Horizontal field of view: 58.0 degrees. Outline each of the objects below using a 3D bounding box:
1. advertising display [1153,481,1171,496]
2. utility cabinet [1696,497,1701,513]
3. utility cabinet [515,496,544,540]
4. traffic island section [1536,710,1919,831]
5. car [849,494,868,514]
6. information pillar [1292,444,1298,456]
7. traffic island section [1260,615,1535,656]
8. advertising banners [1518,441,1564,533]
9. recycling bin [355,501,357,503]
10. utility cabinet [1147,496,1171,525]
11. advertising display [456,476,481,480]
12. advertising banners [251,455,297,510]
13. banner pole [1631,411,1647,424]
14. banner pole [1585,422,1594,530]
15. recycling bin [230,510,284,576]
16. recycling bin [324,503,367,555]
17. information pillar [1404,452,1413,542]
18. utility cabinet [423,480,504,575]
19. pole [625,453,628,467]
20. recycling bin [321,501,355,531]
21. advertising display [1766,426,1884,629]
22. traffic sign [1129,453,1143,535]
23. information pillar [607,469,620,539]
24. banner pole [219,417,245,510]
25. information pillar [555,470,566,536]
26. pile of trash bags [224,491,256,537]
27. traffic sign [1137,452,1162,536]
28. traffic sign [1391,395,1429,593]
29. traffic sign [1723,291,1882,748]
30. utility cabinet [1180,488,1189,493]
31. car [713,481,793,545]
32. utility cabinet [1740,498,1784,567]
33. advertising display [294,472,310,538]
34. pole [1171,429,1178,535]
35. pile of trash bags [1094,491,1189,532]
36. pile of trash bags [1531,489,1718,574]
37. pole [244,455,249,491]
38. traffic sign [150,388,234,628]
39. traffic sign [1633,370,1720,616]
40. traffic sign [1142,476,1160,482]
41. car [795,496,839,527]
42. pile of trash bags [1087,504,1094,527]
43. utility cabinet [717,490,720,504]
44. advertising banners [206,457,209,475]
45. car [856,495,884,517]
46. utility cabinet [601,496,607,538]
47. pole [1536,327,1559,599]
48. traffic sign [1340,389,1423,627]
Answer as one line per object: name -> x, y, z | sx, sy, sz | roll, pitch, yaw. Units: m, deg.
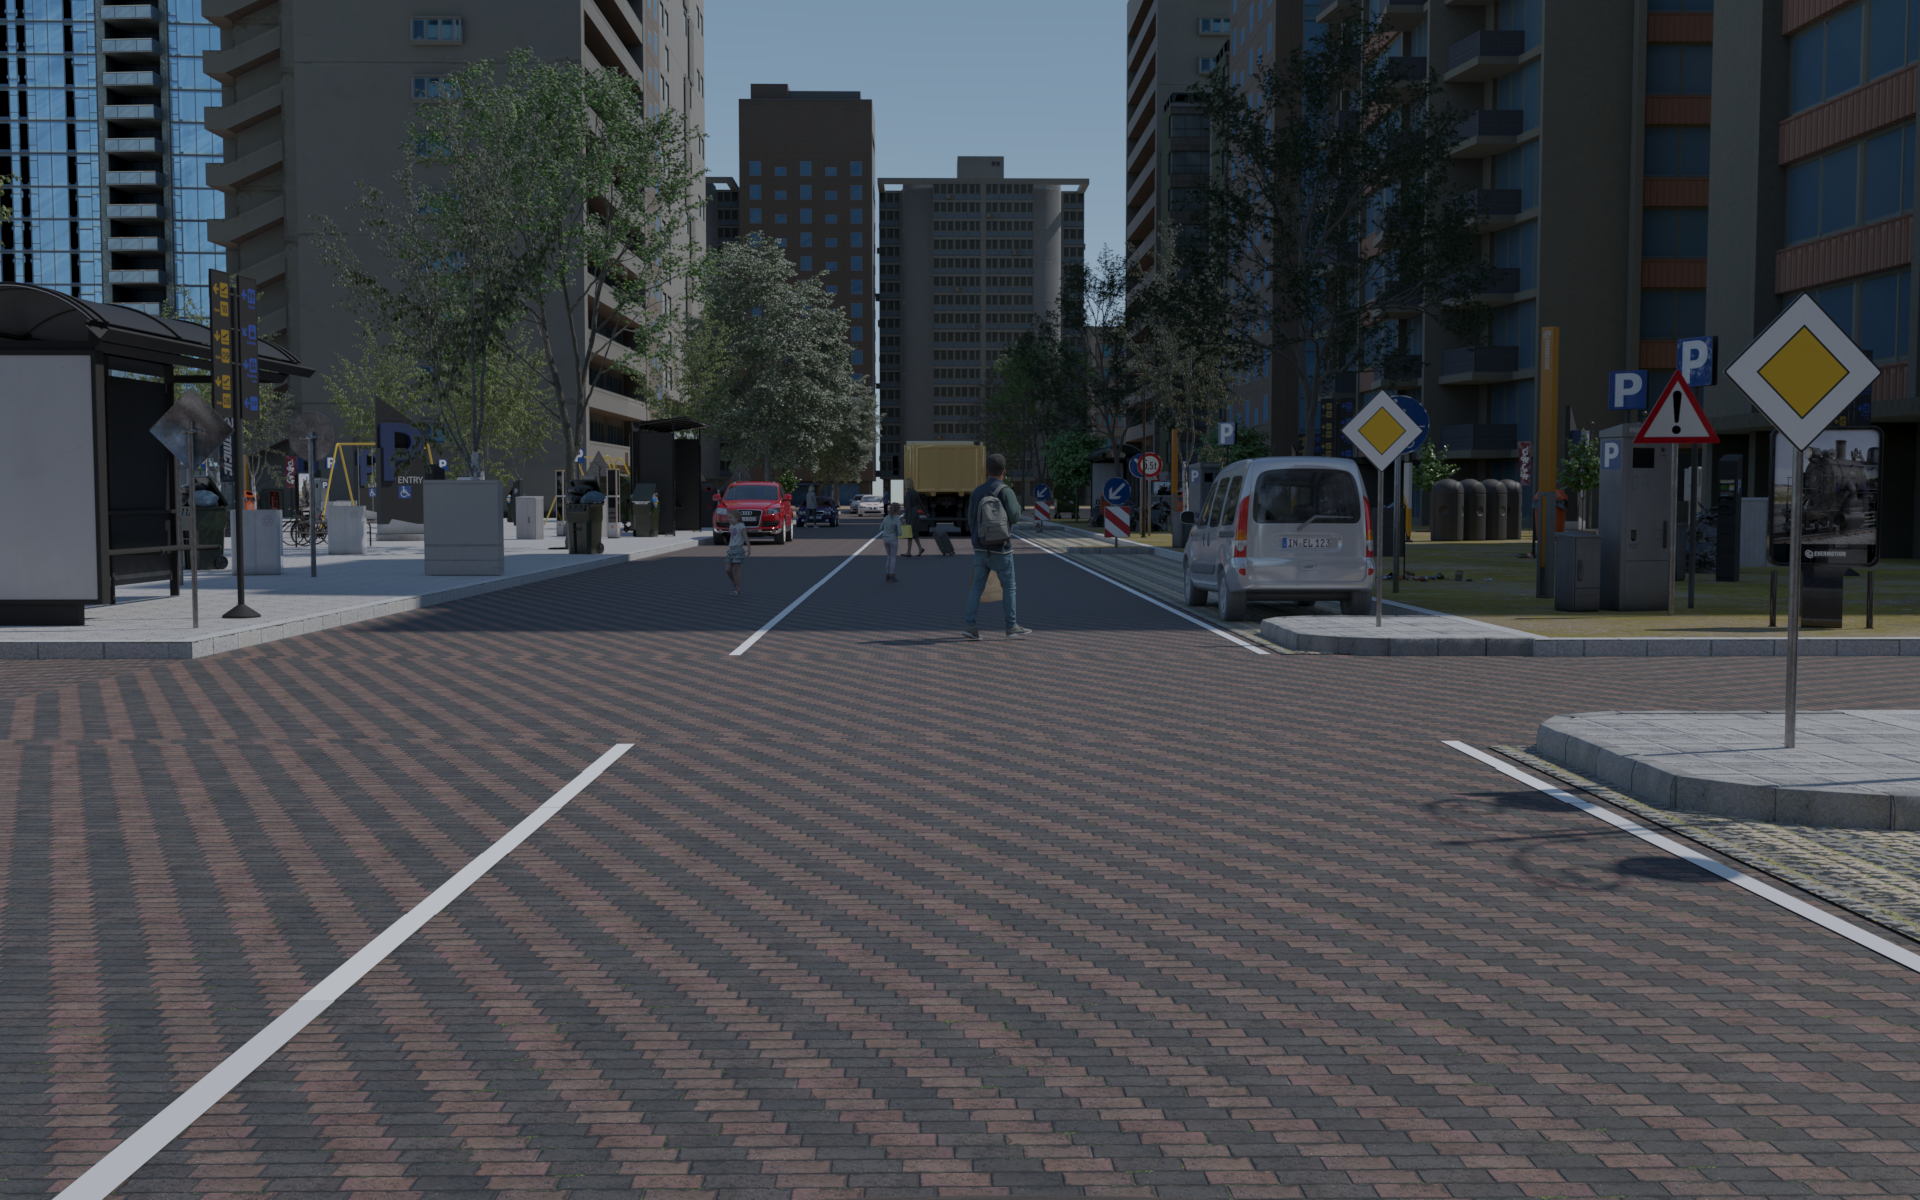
advertising display -> 9.924, -4.876, 84.935 | 0.974, 1.923, 0.123 | 2, 4, 31
utility cabinet -> 22.399, -2.526, 52.466 | 0.306, 1.237, 1.020 | 2, 4, 24
utility cabinet -> -12.195, -2.318, 49.061 | 1.020, 1.237, 0.306 | 3, 5, 44
traffic island section -> 4.215, 0.826, 8.769 | 2.009, 0.180, 2.903 | 0, 4, -1
car -> -6.947, -6.909, 124.970 | 2.014, 1.417, 4.499 | 0, 4, 1
information pillar -> 15.683, -5.501, 81.292 | 0.183, 3.616, 0.504 | -1, 4, -14
traffic island section -> 4.066, 0.338, 16.753 | 2.009, 0.180, 2.903 | 0, 4, -1
advertising banners -> 18.965, -3.671, 56.211 | 0.090, 3.025, 2.074 | -3, 4, -38
recycling bin -> -23.625, -3.313, 66.729 | 0.722, 1.027, 0.722 | -1, 4, -23
utility cabinet -> 8.346, -3.744, 72.368 | 1.020, 1.237, 0.306 | 2, 4, 24
advertising display -> -17.541, -3.471, 61.963 | 0.974, 1.923, 0.123 | -2, 4, -27
advertising banners -> -30.930, -5.005, 78.016 | 2.074, 3.025, 0.090 | -2, 4, -25
banner pole -> 20.650, -3.837, 52.750 | 0.401, 3.779, 0.863 | -1, 4, -19
banner pole -> 21.711, -4.276, 59.922 | 0.863, 3.779, 0.401 | -3, 5, -41
recycling bin -> -11.190, -0.919, 27.583 | 0.722, 1.027, 0.722 | -1, 4, -18
recycling bin -> -13.084, -1.494, 36.985 | 0.722, 1.027, 0.722 | -1, 4, -13
information pillar -> 11.923, -3.347, 46.076 | 0.183, 3.616, 0.504 | 0, 4, -1
utility cabinet -> -7.801, -1.136, 27.250 | 1.173, 1.500, 0.318 | 0, 4, 0
pole -> -16.364, -5.581, 85.091 | 0.158, 3.312, 0.155 | 0, 3, 0
recycling bin -> -20.997, -2.797, 58.288 | 0.722, 1.027, 0.722 | 3, 4, 38
advertising display -> 8.261, -0.695, 16.573 | 0.974, 1.923, 0.123 | 1, 4, 15
traffic sign -> 5.666, -3.307, 54.173 | 0.768, 2.556, 0.104 | 0, 4, 4
information pillar -> -10.003, -2.782, 49.980 | 0.304, 2.012, 0.304 | 0, 4, 5
banner pole -> -19.041, -3.388, 45.419 | 0.863, 3.779, 0.401 | 0, 4, 6
information pillar -> -12.162, -2.970, 53.049 | 0.304, 2.012, 0.304 | 2, 4, 31
pile of trash bags -> -22.245, -2.559, 51.594 | 1.912, 1.369, 3.447 | 1, 4, 16
traffic sign -> 5.793, -3.233, 52.959 | 0.768, 2.556, 0.104 | 0, 4, 3
traffic sign -> 5.656, -1.363, 22.395 | 0.768, 2.556, 0.104 | 0, 4, 6
traffic sign -> 4.191, -0.309, 8.692 | 0.795, 2.450, 0.064 | 0, 4, -1
utility cabinet -> 8.536, -3.292, 62.507 | 1.173, 1.500, 0.318 | 2, 4, 29
car -> -6.013, -2.568, 50.665 | 2.281, 1.827, 5.304 | 0, 4, -2
utility cabinet -> 14.147, -1.194, 30.681 | 1.020, 1.237, 0.306 | 1, 4, 20
advertising display -> -19.197, -2.782, 50.704 | 0.123, 1.923, 0.974 | 0, 4, 3
pole -> 6.762, -3.716, 54.598 | 0.158, 3.312, 0.155 | 0, 3, 0
pile of trash bags -> 6.573, -3.026, 59.225 | 1.912, 1.369, 3.447 | -3, 5, -39
pile of trash bags -> 11.405, -1.200, 29.374 | 3.447, 1.369, 1.912 | 3, 4, 38
pole -> -36.956, -5.864, 89.713 | 0.158, 3.312, 0.155 | 0, 3, 0
traffic sign -> -7.300, -0.786, 16.486 | 0.795, 2.450, 0.064 | 0, 4, -1
traffic sign -> 7.511, -1.114, 18.225 | 0.884, 2.594, 0.081 | 0, 4, 4
traffic sign -> 8.051, -4.492, 73.446 | 0.884, 2.594, 0.081 | 0, 4, 8
car -> -6.266, -3.894, 76.250 | 1.945, 1.354, 3.894 | 0, 4, -1
pile of trash bags -> 5.807, -3.496, 66.907 | 1.912, 1.369, 3.447 | 1, 4, 11
utility cabinet -> -12.460, -5.033, 90.976 | 0.318, 1.500, 1.173 | 0, 4, 4
advertising banners -> -23.894, -3.582, 54.748 | 0.090, 3.025, 2.074 | -2, 4, -31
car -> -5.589, -6.023, 110.843 | 2.083, 1.381, 4.827 | 0, 4, -3
utility cabinet -> -10.603, -2.441, 51.076 | 0.306, 1.237, 1.020 | 1, 4, 21
pole -> 7.209, -1.676, 21.241 | 0.158, 3.312, 0.155 | 0, 3, 0
traffic sign -> 4.043, -0.797, 16.675 | 0.795, 2.450, 0.064 | 0, 4, -1
